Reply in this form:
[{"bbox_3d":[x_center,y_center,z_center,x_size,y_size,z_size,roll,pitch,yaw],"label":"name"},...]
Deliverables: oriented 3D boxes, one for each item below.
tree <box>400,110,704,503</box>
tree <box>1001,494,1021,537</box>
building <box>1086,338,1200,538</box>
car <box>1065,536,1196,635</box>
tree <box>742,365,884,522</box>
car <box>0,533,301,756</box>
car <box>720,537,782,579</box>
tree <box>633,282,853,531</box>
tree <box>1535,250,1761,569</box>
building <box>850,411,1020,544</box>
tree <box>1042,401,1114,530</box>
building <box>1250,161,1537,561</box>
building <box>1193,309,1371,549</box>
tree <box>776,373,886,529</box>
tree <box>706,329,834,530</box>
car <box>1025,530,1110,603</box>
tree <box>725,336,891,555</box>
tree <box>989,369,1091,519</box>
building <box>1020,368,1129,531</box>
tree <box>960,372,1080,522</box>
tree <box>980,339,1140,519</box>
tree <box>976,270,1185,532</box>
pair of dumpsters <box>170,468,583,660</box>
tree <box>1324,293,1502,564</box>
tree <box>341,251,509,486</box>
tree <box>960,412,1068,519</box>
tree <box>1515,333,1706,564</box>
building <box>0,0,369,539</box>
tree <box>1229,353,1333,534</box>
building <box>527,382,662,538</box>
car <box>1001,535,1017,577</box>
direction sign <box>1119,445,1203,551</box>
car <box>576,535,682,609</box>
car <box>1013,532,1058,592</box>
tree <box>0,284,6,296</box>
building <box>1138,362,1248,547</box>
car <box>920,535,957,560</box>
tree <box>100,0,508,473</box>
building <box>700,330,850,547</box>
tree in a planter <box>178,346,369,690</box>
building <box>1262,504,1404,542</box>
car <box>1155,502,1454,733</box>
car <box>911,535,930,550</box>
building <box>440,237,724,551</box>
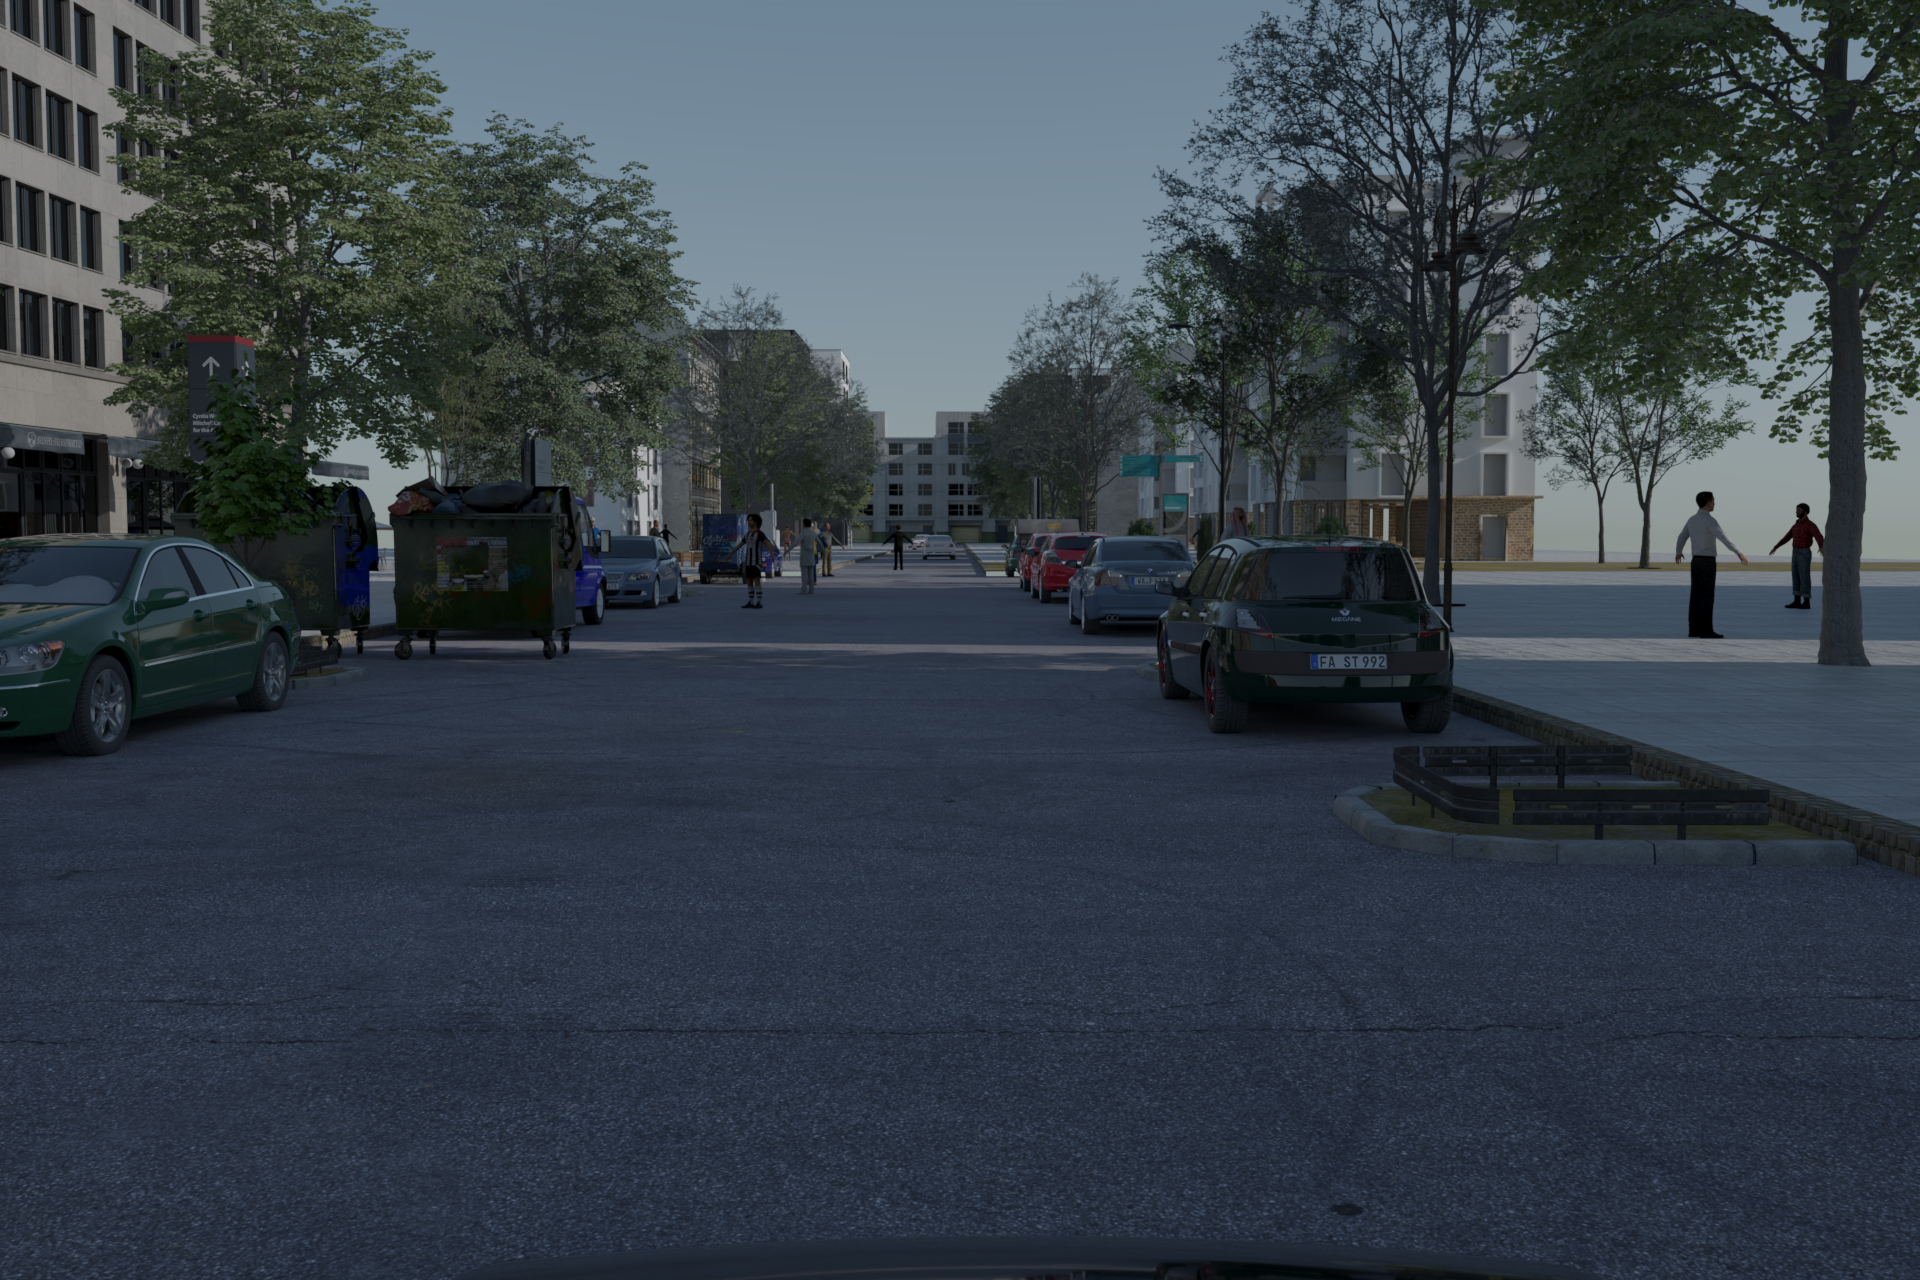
[{"bbox_3d":[-12.428,-8.903,52.223,9.857,13.997,8.962,0,3,0],"label":"tree"},{"bbox_3d":[4.789,-12.633,156.911,4.360,8.622,3.978,0,3,0],"label":"tree"},{"bbox_3d":[24.604,-22.763,203.111,19.493,23.208,18.063,0,4,0],"label":"building"},{"bbox_3d":[2.608,-0.856,25.994,2.014,1.417,4.499,0,4,0],"label":"car"},{"bbox_3d":[-10.459,-12.910,121.452,12.009,13.543,11.850,0,3,0],"label":"tree"},{"bbox_3d":[-6.437,-0.053,12.668,2.131,1.459,4.920,0,4,-1],"label":"car"},{"bbox_3d":[-6.857,-2.715,56.971,1.945,1.354,3.894,0,4,0],"label":"car"},{"bbox_3d":[-10.320,-10.614,83.901,12.009,13.543,11.850,0,3,0],"label":"tree"},{"bbox_3d":[25.212,-8.434,63.645,9.928,11.665,9.643,0,3,0],"label":"tree"},{"bbox_3d":[-3.559,-23.662,255.790,31.486,18.905,16.747,0,4,-1],"label":"building"},{"bbox_3d":[5.820,-8.841,94.913,4.360,8.622,3.978,0,3,0],"label":"tree"},{"bbox_3d":[21.180,-14.549,94.297,16.016,20.090,11.380,0,3,0],"label":"building"},{"bbox_3d":[24.529,-17.511,142.727,16.016,20.090,11.380,0,3,0],"label":"building"},{"bbox_3d":[-10.338,-13.832,132.815,9.857,13.997,8.962,0,3,0],"label":"tree"},{"bbox_3d":[-10.763,-10.906,96.446,7.486,12.596,7.792,0,3,0],"label":"tree"},{"bbox_3d":[2.507,-1.734,37.383,2.155,1.783,4.494,0,4,-1],"label":"car"},{"bbox_3d":[-9.868,-12.118,108.505,12.009,13.543,11.850,0,3,0],"label":"tree"},{"bbox_3d":[5.324,-12.301,119.256,7.486,12.596,7.792,0,3,0],"label":"tree"},{"bbox_3d":[21.748,-23.584,229.570,27.936,21.610,32.646,0,4,0],"label":"building"},{"bbox_3d":[4.990,-13.791,132.139,9.857,13.997,8.962,0,3,0],"label":"tree"},{"bbox_3d":[5.815,-12.003,106.620,12.009,13.543,11.850,0,3,0],"label":"tree"},{"bbox_3d":[5.834,-10.367,79.878,12.009,13.543,11.850,0,3,0],"label":"tree"},{"bbox_3d":[-6.726,-0.929,20.133,4.436,2.255,1.574,0,4,0],"label":"pair of dumpsters"},{"bbox_3d":[19.110,-9.025,73.311,9.928,11.665,9.643,0,3,0],"label":"tree"},{"bbox_3d":[-12.864,-5.657,42.862,4.360,8.622,3.978,0,3,0],"label":"tree"},{"bbox_3d":[5.215,-14.427,146.255,12.009,13.543,11.850,0,3,0],"label":"tree"},{"bbox_3d":[28.149,-8.624,75.408,8.767,10.594,7.601,2,4,30],"label":"tree"},{"bbox_3d":[-33.147,-14.937,46.390,24.374,26.755,37.873,0,3,0],"label":"building"},{"bbox_3d":[12.502,-7.142,67.141,4.360,8.622,3.978,0,3,0],"label":"tree"},{"bbox_3d":[-23.314,-10.256,109.825,9.099,9.664,28.070,0,4,0],"label":"building"},{"bbox_3d":[2.480,-2.895,59.126,2.131,1.459,4.920,0,4,0],"label":"car"},{"bbox_3d":[6.058,-3.849,51.689,2.525,3.948,1.411,0,3,0],"label":"direction sign"},{"bbox_3d":[-6.697,-1.395,34.809,2.014,1.417,4.499,0,4,0],"label":"car"},{"bbox_3d":[2.463,-2.171,44.537,2.155,1.783,4.494,0,4,0],"label":"car"},{"bbox_3d":[-13.034,-5.029,16.644,7.601,10.594,8.767,1,4,11],"label":"tree"},{"bbox_3d":[24.427,-20.202,186.723,16.016,20.090,11.380,0,4,0],"label":"building"},{"bbox_3d":[-1.197,-5.223,97.757,2.083,1.381,4.827,0,4,-1],"label":"car"},{"bbox_3d":[-12.685,-7.082,33.922,7.486,12.596,7.792,0,3,0],"label":"tree"},{"bbox_3d":[-27.027,-21.128,189.413,27.936,21.610,32.646,0,3,0],"label":"building"},{"bbox_3d":[-6.885,-1.190,16.671,1.991,3.239,1.994,0,3,0],"label":"tree in a planter"},{"bbox_3d":[25.133,-15.695,113.030,16.016,20.090,11.380,0,4,0],"label":"building"},{"bbox_3d":[2.625,-0.249,13.853,2.009,1.686,4.222,0,4,-1],"label":"car"},{"bbox_3d":[-3.372,-8.888,157.678,2.083,1.381,4.827,0,4,0],"label":"car"},{"bbox_3d":[-29.545,-18.767,137.773,19.493,23.208,18.063,0,4,-1],"label":"building"}]
